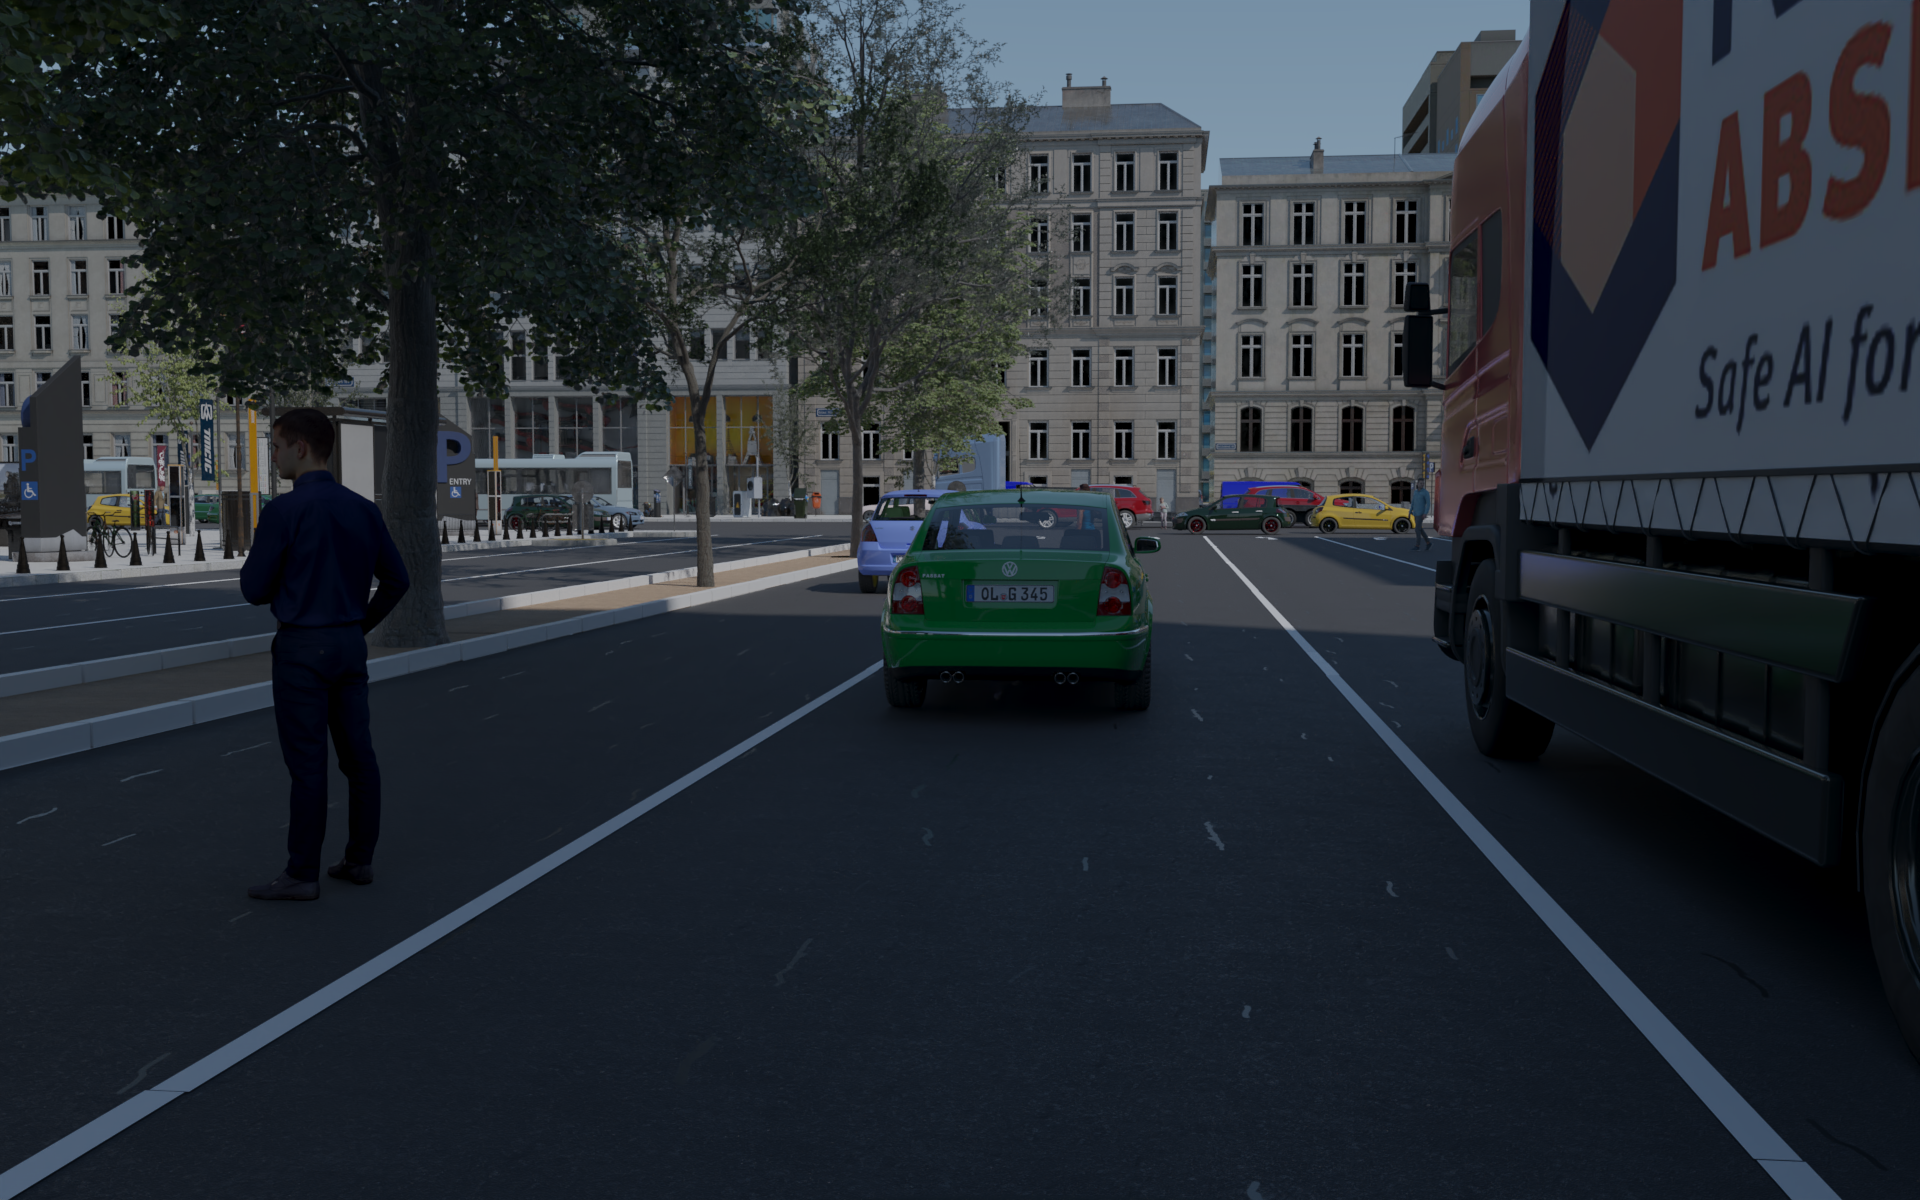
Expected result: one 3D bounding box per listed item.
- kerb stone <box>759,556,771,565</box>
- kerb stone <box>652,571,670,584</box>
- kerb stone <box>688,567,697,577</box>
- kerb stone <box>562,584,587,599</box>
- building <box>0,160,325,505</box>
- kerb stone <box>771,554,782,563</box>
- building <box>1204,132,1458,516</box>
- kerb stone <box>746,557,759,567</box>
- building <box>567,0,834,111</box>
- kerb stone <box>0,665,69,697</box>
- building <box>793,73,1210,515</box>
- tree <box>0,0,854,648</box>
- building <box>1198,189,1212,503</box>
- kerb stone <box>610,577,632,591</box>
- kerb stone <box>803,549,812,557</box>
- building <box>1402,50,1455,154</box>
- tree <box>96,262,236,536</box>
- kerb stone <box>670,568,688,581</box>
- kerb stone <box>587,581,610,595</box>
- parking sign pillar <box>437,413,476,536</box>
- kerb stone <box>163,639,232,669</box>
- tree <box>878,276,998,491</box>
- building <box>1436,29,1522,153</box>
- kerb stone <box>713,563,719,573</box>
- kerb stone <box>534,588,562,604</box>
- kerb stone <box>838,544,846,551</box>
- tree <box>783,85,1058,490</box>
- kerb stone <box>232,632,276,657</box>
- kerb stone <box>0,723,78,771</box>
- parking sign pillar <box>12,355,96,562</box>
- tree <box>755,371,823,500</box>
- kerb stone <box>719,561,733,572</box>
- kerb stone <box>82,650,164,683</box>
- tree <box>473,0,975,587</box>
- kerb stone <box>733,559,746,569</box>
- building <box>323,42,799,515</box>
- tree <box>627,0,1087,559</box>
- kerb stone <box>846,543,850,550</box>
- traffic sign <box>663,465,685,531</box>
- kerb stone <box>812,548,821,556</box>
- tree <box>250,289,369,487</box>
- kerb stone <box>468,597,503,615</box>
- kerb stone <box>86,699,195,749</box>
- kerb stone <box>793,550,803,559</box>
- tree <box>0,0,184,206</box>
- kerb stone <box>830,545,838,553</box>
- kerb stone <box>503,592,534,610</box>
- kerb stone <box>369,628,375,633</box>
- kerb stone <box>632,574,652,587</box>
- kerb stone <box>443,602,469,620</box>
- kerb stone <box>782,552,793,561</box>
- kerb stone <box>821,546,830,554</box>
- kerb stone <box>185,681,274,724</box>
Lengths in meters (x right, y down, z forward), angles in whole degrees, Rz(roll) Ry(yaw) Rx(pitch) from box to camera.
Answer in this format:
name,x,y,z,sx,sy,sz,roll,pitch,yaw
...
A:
name,x,y,z,sx,sy,sz,roll,pitch,yaw
kerb stone,-4.046,-0.786,35.050,0.120,0.150,1.000,0,4,7
kerb stone,-4.906,-0.342,27.885,0.120,0.150,1.000,0,4,7
kerb stone,-4.656,-0.473,29.935,0.120,0.150,1.000,0,4,7
kerb stone,-5.386,-0.098,23.800,0.120,0.150,1.000,0,4,7
building,-54.287,-17.411,117.954,30.059,22.955,16.112,0,4,7
kerb stone,-3.926,-0.844,36.082,0.120,0.150,1.000,0,4,7
building,32.640,-17.578,106.482,34.723,24.649,14.460,0,4,7
kerb stone,-4.172,-0.723,34.023,0.120,0.150,1.000,0,4,7
building,-24.825,-33.748,171.391,23.786,49.044,30.456,0,4,7
kerb stone,-6.724,0.591,12.533,0.120,0.150,1.000,0,4,7
building,2.814,-19.060,108.899,25.104,27.353,12.463,0,4,7
tree,-5.198,-6.540,16.050,9.857,13.997,8.962,0,3,0
building,45.646,-39.778,269.982,30.456,49.044,23.786,0,4,7
kerb stone,-5.147,-0.215,25.846,0.120,0.150,1.000,0,4,7
kerb stone,-3.569,-1.038,39.162,0.120,0.150,1.000,0,4,7
building,59.509,-34.388,185.951,21.300,48.544,21.600,0,4,7
tree,-23.287,-6.213,51.948,4.737,8.622,4.395,0,3,0
kerb stone,-4.775,-0.411,28.916,0.120,0.150,1.000,0,4,7
kerb stone,-5.265,-0.158,24.819,0.120,0.150,1.000,0,4,7
parking sign pillar,-15.733,-3.991,53.732,1.447,3.967,1.447,-2,4,-35
kerb stone,-6.481,0.465,14.587,0.120,0.150,1.000,0,4,7
tree,-0.862,-6.232,54.709,4.360,8.622,3.978,0,3,0
building,54.323,-31.716,168.672,14.600,45.320,14.200,0,4,7
kerb stone,-4.539,-0.535,30.955,0.120,0.150,1.000,0,4,7
kerb stone,-5.503,-0.036,22.780,0.120,0.150,1.000,0,4,7
kerb stone,-3.068,-1.287,43.253,0.120,0.150,1.000,0,4,7
tree,-1.204,-7.794,48.008,7.486,12.596,7.792,0,3,0
kerb stone,-6.346,0.402,15.616,0.120,0.150,1.000,0,4,7
kerb stone,-4.995,0.794,9.221,0.120,0.150,1.000,0,4,7
parking sign pillar,-17.357,-2.729,33.099,1.447,3.967,1.447,1,4,10
tree,-10.046,-9.288,102.224,4.360,8.622,3.978,0,3,0
kerb stone,-4.422,-0.598,31.975,0.120,0.150,1.000,0,4,7
kerb stone,-6.598,0.528,13.561,0.120,0.150,1.000,0,4,7
tree,-3.839,-5.489,26.610,8.767,10.594,7.601,0,4,7
kerb stone,-4.295,-0.659,32.995,0.120,0.150,1.000,0,4,7
building,-24.503,-20.435,111.602,29.804,29.767,11.434,0,4,7
tree,-2.282,-7.669,38.209,12.009,13.543,11.850,0,3,0
kerb stone,-2.948,-1.350,44.272,0.120,0.150,1.000,0,4,7
traffic sign,-9.799,-3.409,59.383,0.795,2.450,0.064,0,4,7
kerb stone,-3.435,-1.100,40.184,0.120,0.150,1.000,0,4,7
tree,-22.308,-6.599,58.252,4.360,8.622,3.978,0,3,0
kerb stone,-5.756,0.089,20.737,0.120,0.150,1.000,0,4,7
kerb stone,-4.877,0.733,10.248,0.120,0.150,1.000,0,4,7
kerb stone,-3.685,-0.972,38.133,0.120,0.150,1.000,0,4,7
tree,-6.084,-5.269,6.736,7.486,12.596,7.792,0,3,0
kerb stone,-3.198,-1.225,42.224,0.120,0.150,1.000,0,4,7
kerb stone,-5.629,0.027,21.761,0.120,0.150,1.000,0,4,7
kerb stone,-6.108,0.278,17.656,0.120,0.150,1.000,0,4,7
kerb stone,-5.018,-0.283,26.864,0.120,0.150,1.000,0,4,7
kerb stone,-5.869,0.158,19.700,0.120,0.150,1.000,0,4,7
kerb stone,-3.800,-0.912,37.109,0.120,0.150,1.000,0,4,7
kerb stone,-3.312,-1.163,41.203,0.120,0.150,1.000,0,4,7
kerb stone,-4.754,0.668,11.277,0.120,0.150,1.000,0,4,7
